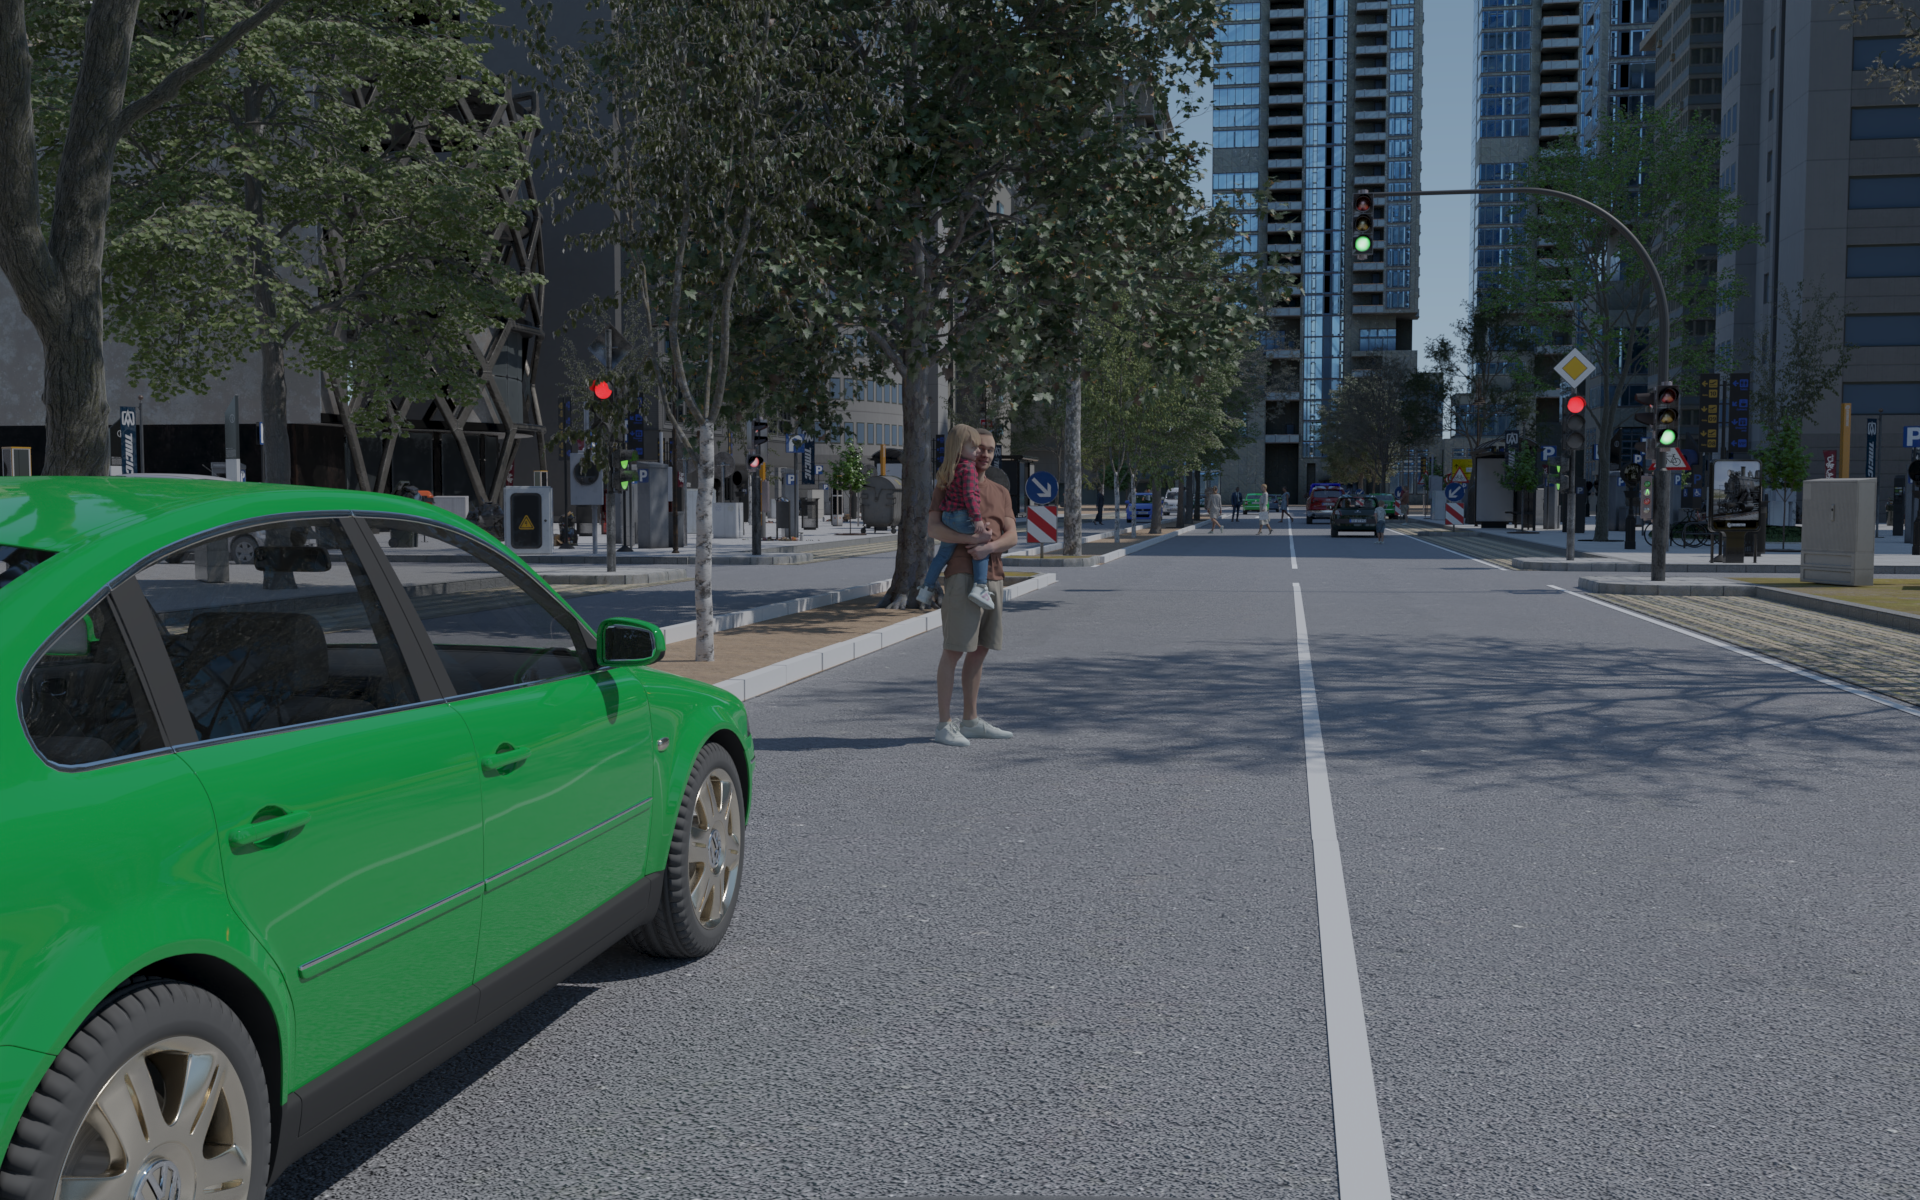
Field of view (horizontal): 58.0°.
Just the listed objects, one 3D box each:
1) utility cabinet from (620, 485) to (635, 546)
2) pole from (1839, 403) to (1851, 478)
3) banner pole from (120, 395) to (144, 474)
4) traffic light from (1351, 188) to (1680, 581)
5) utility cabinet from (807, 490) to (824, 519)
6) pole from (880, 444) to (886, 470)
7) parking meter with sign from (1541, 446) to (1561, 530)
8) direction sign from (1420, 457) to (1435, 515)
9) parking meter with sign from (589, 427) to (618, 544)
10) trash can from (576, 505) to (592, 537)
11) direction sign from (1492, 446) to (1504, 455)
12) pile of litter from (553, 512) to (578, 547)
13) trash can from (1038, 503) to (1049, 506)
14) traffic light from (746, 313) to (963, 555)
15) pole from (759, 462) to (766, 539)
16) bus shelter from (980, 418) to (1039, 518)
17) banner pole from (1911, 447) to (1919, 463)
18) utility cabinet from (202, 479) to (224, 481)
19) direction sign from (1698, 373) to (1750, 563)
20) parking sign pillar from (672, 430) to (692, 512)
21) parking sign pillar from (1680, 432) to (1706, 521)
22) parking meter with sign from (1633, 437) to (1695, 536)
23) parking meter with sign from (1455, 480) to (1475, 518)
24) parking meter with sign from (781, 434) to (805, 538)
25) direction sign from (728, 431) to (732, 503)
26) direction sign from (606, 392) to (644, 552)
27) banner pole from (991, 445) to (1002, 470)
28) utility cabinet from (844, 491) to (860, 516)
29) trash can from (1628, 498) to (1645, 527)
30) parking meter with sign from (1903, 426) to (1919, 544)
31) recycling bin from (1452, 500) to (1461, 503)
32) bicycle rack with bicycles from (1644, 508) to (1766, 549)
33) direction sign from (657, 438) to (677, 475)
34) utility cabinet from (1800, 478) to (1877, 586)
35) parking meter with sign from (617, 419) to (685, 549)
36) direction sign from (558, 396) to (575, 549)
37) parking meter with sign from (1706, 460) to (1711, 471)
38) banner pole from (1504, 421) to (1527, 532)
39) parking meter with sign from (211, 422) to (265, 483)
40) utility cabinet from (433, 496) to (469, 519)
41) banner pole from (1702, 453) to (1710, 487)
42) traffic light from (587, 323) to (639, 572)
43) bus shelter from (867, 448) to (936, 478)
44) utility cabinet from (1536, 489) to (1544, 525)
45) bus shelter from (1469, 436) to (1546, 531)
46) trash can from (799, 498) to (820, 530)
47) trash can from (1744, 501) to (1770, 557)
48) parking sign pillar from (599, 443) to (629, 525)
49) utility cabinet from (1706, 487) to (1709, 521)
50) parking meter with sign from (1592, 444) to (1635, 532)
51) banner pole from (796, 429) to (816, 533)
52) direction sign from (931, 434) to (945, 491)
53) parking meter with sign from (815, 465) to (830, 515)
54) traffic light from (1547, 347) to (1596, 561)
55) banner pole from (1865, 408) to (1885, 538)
[{"bbox_3d":[-8.266,-2.099,42.990,0.318,1.500,1.173,-1,4,-13],"label":"utility cabinet"},{"bbox_3d":[19.882,-2.759,38.953,0.158,3.312,0.155,0,3,0],"label":"pole"},{"bbox_3d":[-20.826,-3.285,43.720,0.401,3.779,0.863,2,4,24],"label":"banner pole"},{"bbox_3d":[8.219,-3.124,25.742,4.771,5.953,1.251,1,4,11],"label":"traffic light"},{"bbox_3d":[-7.514,-4.972,89.977,0.318,1.500,1.173,2,4,26],"label":"utility cabinet"},{"bbox_3d":[-3.151,-4.714,70.919,0.158,3.312,0.155,0,3,0],"label":"pole"},{"bbox_3d":[21.629,-4.101,63.305,0.543,3.016,1.738,2,4,27],"label":"parking meter with sign"},{"bbox_3d":[28.557,-6.961,105.807,0.876,3.537,0.379,0,4,1],"label":"direction sign"},{"bbox_3d":[-8.690,-2.962,44.691,1.738,3.016,0.543,1,4,19],"label":"parking meter with sign"},{"bbox_3d":[-11.337,-2.500,52.533,0.748,1.137,0.748,0,3,0],"label":"trash can"},{"bbox_3d":[25.259,-5.473,81.486,0.876,3.537,0.379,-2,4,-31],"label":"direction sign"},{"bbox_3d":[-10.007,-1.776,43.003,1.176,0.858,1.719,0,4,4],"label":"pile of litter"},{"bbox_3d":[4.614,-5.158,95.991,0.748,1.137,0.748,0,3,0],"label":"trash can"},{"bbox_3d":[-2.191,-3.750,35.984,4.771,5.953,1.251,1,4,11],"label":"traffic light"},{"bbox_3d":[-5.671,-3.408,49.564,0.158,3.312,0.155,0,3,0],"label":"pole"},{"bbox_3d":[2.599,-7.136,94.302,2.179,5.291,8.768,1,4,11],"label":"bus shelter"},{"bbox_3d":[37.198,-4.723,67.233,0.401,3.779,0.863,-1,4,-11],"label":"banner pole"},{"bbox_3d":[-10.976,-1.023,25.398,0.318,1.500,1.173,-2,4,-32],"label":"utility cabinet"},{"bbox_3d":[14.315,-2.478,32.510,0.876,3.537,0.379,1,4,10],"label":"direction sign"},{"bbox_3d":[-11.764,-5.189,73.311,1.447,3.967,1.447,1,4,10],"label":"parking sign pillar"},{"bbox_3d":[31.582,-5.285,74.889,1.447,3.967,1.447,0,4,-4],"label":"parking sign pillar"},{"bbox_3d":[21.491,-3.446,52.597,0.543,3.016,1.738,-2,4,-33],"label":"parking meter with sign"},{"bbox_3d":[27.035,-5.868,92.196,1.738,3.016,0.543,-3,4,-37],"label":"parking meter with sign"},{"bbox_3d":[-4.985,-3.347,50.976,0.543,3.016,1.738,-1,4,-15],"label":"parking meter with sign"},{"bbox_3d":[-8.050,-4.206,60.757,0.379,3.537,0.876,0,4,0],"label":"direction sign"},{"bbox_3d":[-7.463,-2.843,38.481,0.876,3.537,0.379,-1,4,-13],"label":"direction sign"},{"bbox_3d":[1.474,-5.339,77.306,0.863,3.779,0.401,1,4,8],"label":"banner pole"},{"bbox_3d":[-6.104,-5.440,97.629,0.318,1.500,1.173,-3,4,-38],"label":"utility cabinet"},{"bbox_3d":[26.305,-3.404,67.315,0.748,1.137,0.748,0,3,0],"label":"trash can"},{"bbox_3d":[24.918,-2.985,45.070,0.543,3.016,1.738,2,4,35],"label":"parking meter with sign"},{"bbox_3d":[29.492,-5.480,102.152,0.722,1.027,0.722,2,4,34],"label":"recycling bin"},{"bbox_3d":[18.053,-1.736,41.763,2.925,0.926,2.852,1,4,14],"label":"bicycle rack with bicycles"},{"bbox_3d":[-11.781,-4.756,69.759,0.876,3.537,0.379,1,4,20],"label":"direction sign"},{"bbox_3d":[12.330,-0.959,24.357,0.318,1.500,1.173,-1,4,-9],"label":"utility cabinet"},{"bbox_3d":[-7.218,-2.726,40.831,0.543,3.016,1.738,2,4,30],"label":"parking meter with sign"},{"bbox_3d":[-9.224,-2.967,40.507,0.379,3.537,0.876,-2,4,-31],"label":"direction sign"},{"bbox_3d":[37.652,-5.675,89.042,0.543,3.016,1.738,-3,5,-42],"label":"parking meter with sign"},{"bbox_3d":[19.109,-4.250,59.498,0.863,3.779,0.401,2,4,28],"label":"banner pole"},{"bbox_3d":[-17.741,-2.799,42.030,1.738,3.016,0.543,0,4,-2],"label":"parking meter with sign"},{"bbox_3d":[-15.684,-2.582,53.378,1.020,1.237,0.306,0,4,5],"label":"utility cabinet"},{"bbox_3d":[33.546,-5.391,78.153,0.863,3.779,0.401,0,4,-2],"label":"banner pole"},{"bbox_3d":[-5.742,-2.420,28.489,0.839,4.253,0.868,1,4,11],"label":"traffic light"},{"bbox_3d":[-2.581,-5.191,78.789,2.014,3.302,5.546,1,4,11],"label":"bus shelter"},{"bbox_3d":[23.448,-3.735,69.741,1.173,1.500,0.318,3,5,40],"label":"utility cabinet"},{"bbox_3d":[19.736,-4.209,62.739,2.014,3.302,5.546,1,4,11],"label":"bus shelter"},{"bbox_3d":[-5.373,-3.075,61.937,0.748,1.137,0.748,0,3,0],"label":"trash can"},{"bbox_3d":[16.246,-1.467,35.632,0.748,1.137,0.748,0,3,0],"label":"trash can"},{"bbox_3d":[-14.452,-5.155,72.762,1.447,3.967,1.447,0,4,-4],"label":"parking sign pillar"},{"bbox_3d":[23.735,-2.760,53.808,0.318,1.500,1.173,-1,4,-17],"label":"utility cabinet"},{"bbox_3d":[22.617,-3.890,59.858,0.543,3.016,1.738,-1,4,-17],"label":"parking meter with sign"},{"bbox_3d":[-5.107,-4.069,56.552,0.863,3.779,0.401,1,4,16],"label":"banner pole"},{"bbox_3d":[-0.998,-4.521,65.917,0.876,3.537,0.379,1,4,19],"label":"direction sign"},{"bbox_3d":[-8.251,-6.634,104.720,0.543,3.016,1.738,-2,4,-25],"label":"parking meter with sign"},{"bbox_3d":[11.770,-2.717,33.343,0.839,4.253,0.868,1,4,11],"label":"traffic light"},{"bbox_3d":[26.640,-3.698,50.483,0.863,3.779,0.401,-2,4,-29],"label":"banner pole"}]
